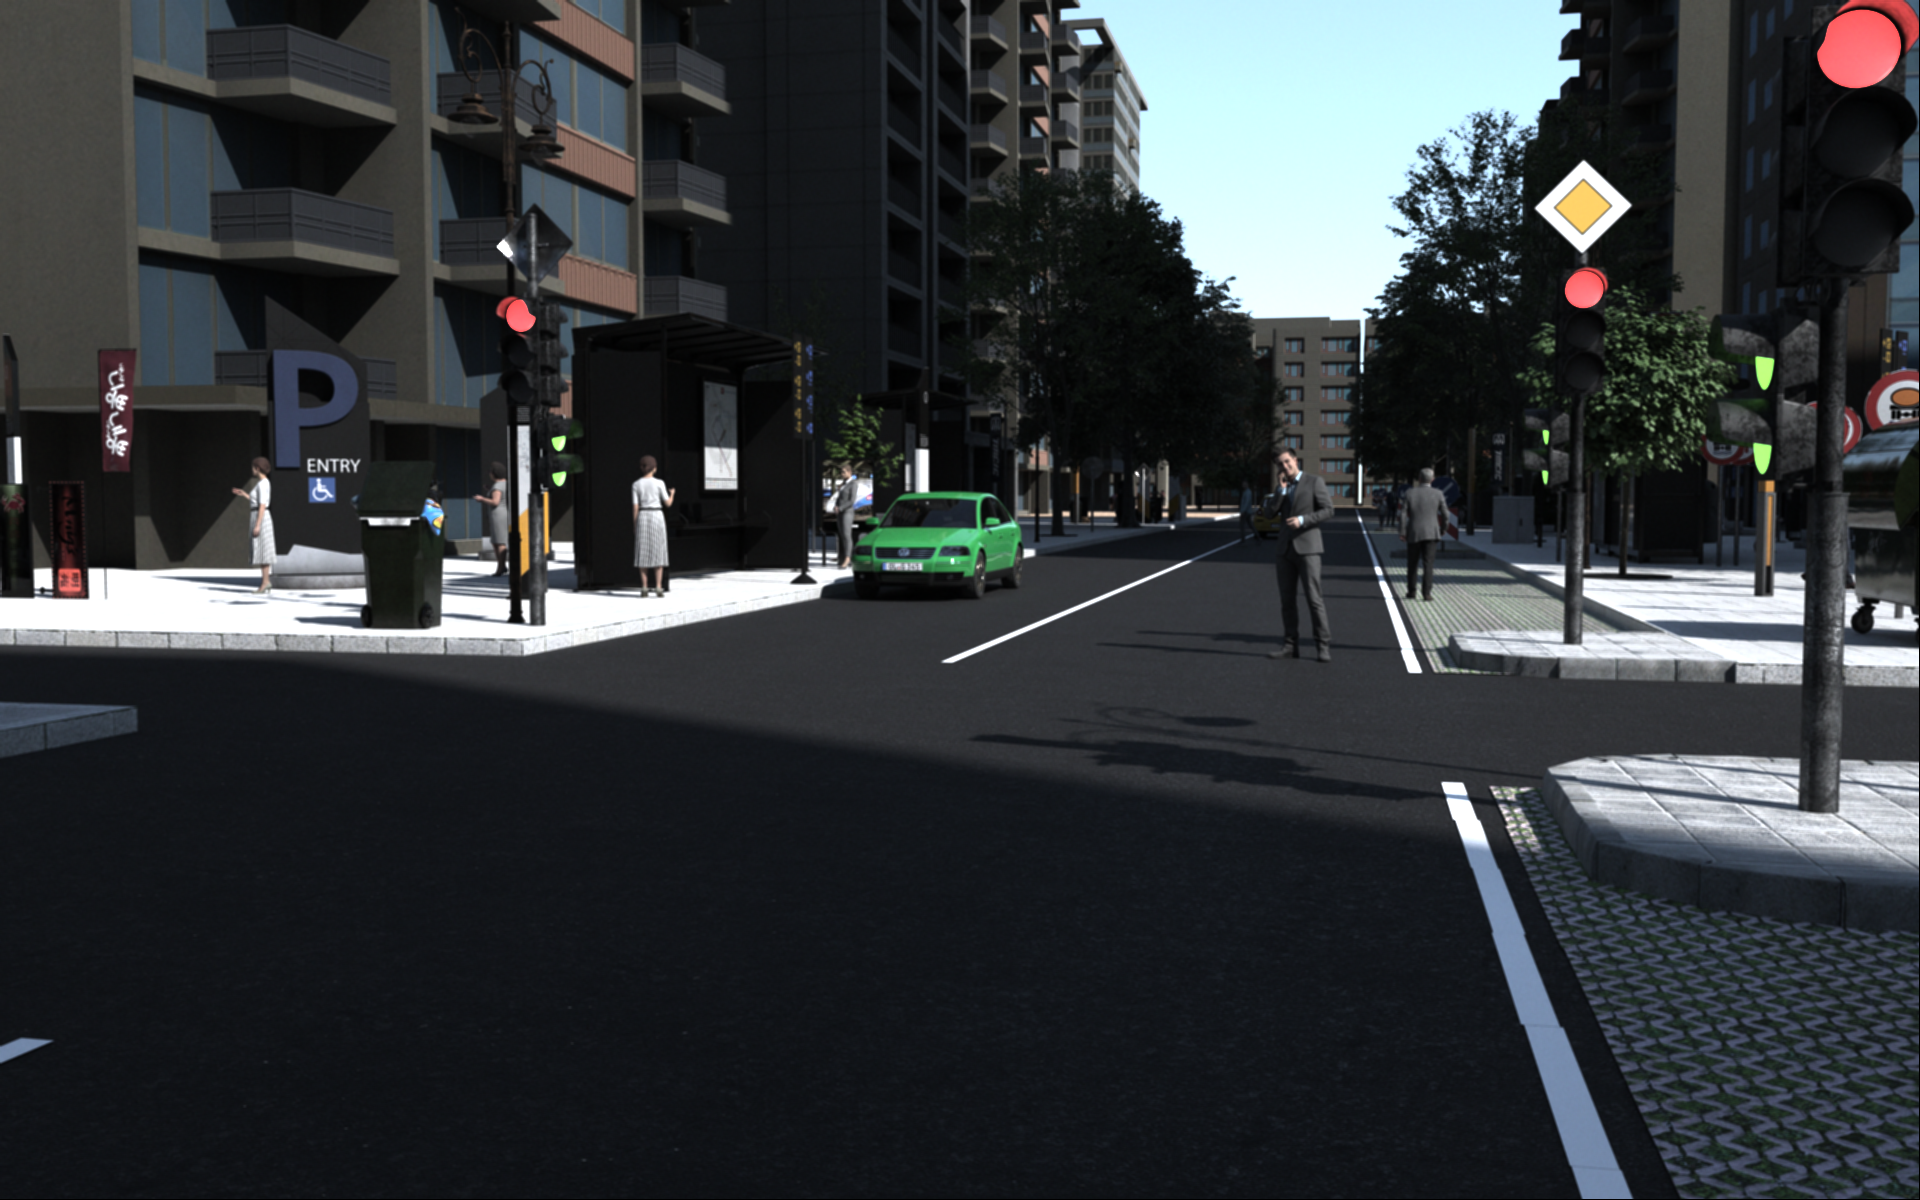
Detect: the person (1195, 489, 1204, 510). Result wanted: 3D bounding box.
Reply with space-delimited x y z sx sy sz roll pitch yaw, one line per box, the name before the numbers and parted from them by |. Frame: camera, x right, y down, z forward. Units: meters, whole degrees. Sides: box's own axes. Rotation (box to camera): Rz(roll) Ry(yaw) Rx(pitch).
person | 19.449 -8.187 140.727 0.721 1.723 1.217 3 5 43

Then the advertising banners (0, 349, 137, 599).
advertising banners | -10.918 -1.525 21.129 2.074 3.025 0.090 1 4 12

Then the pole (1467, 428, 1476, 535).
pole | 15.851 -3.660 53.692 0.158 3.312 0.155 0 3 0

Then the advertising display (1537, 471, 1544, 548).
advertising display | 14.017 -2.239 41.814 0.123 1.923 0.974 1 4 19

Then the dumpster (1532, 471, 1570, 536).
dumpster | 18.344 -3.139 53.823 1.502 2.255 1.985 1 4 13

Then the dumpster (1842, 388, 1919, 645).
dumpster | 8.626 -0.765 15.008 1.502 2.255 1.985 1 4 13

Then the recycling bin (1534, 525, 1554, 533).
recycling bin | 19.035 -2.713 56.906 0.722 1.027 0.722 -1 4 -14

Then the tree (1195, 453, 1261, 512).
tree | 18.733 -8.636 124.908 4.285 4.588 4.351 0 3 0

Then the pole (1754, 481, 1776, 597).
pole | 10.097 -1.701 21.653 0.158 3.312 0.155 0 3 0

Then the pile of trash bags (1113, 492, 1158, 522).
pile of trash bags | 8.053 -4.210 78.581 1.912 1.369 3.447 0 4 -2

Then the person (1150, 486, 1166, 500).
person | 10.849 -5.466 96.129 1.217 1.735 0.721 -1 4 -8

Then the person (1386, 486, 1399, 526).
person | 19.181 -4.173 76.910 0.721 1.800 0.419 -1 4 -14

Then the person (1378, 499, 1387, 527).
person | 17.021 -3.463 69.807 0.352 1.250 0.332 -2 4 -35

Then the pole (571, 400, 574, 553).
pole | -8.309 -2.674 37.570 0.158 3.312 0.155 0 3 0

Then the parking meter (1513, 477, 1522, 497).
parking meter | 19.204 -3.300 59.660 0.255 1.863 0.399 1 4 12

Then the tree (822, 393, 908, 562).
tree | -1.827 -2.357 33.141 1.663 3.219 1.824 0 3 0

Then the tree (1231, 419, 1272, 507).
tree | 27.696 -13.035 163.485 4.360 8.622 3.978 0 3 0

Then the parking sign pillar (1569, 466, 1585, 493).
parking sign pillar | 23.477 -4.768 66.436 1.447 3.967 1.447 -3 5 -42

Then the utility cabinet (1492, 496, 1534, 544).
utility cabinet | 14.325 -2.060 44.842 1.020 1.237 0.306 1 4 19

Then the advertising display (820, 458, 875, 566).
advertising display | -2.000 -1.567 30.830 0.974 1.923 0.123 -1 4 -14

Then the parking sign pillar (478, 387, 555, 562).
parking sign pillar | -8.588 -2.751 33.454 1.447 3.967 1.447 -1 4 -15

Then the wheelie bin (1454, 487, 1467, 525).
wheelie bin | 21.129 -3.990 73.142 0.693 1.594 0.980 1 4 16

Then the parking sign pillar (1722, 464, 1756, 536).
parking sign pillar | 24.113 -4.002 53.904 1.447 3.967 1.447 1 4 17

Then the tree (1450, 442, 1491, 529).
tree | 18.860 -4.226 63.691 1.663 3.219 1.824 0 3 0

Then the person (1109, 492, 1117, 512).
person | 11.069 -7.055 124.630 0.697 1.427 0.421 2 4 26

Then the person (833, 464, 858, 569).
person | -2.024 -1.435 29.785 0.520 1.790 0.573 3 5 39

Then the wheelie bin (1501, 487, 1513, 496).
wheelie bin | 23.200 -4.041 73.974 0.693 1.594 0.980 -2 4 -29

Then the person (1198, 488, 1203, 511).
person | 18.584 -7.798 134.257 0.721 1.735 1.217 0 4 1

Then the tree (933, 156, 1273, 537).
tree | 3.047 -7.752 52.493 9.928 11.665 9.643 0 3 0

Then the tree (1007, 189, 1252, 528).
tree | 6.303 -9.089 65.608 9.611 12.733 9.660 0 3 0

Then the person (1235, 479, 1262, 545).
person | 8.108 -2.466 48.683 0.748 1.841 0.638 2 4 26

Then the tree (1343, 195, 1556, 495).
tree | 21.979 -10.276 74.672 9.857 13.997 8.962 0 3 0

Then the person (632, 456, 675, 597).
person | -3.803 -0.911 21.509 0.480 1.755 0.524 0 4 2

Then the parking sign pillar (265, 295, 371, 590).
parking sign pillar | -8.782 -2.158 23.750 1.447 3.967 1.447 -2 4 -24

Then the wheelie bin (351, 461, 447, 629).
wheelie bin | -5.372 -0.535 16.650 0.980 1.594 0.693 0 4 6

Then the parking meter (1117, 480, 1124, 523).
parking meter | 6.751 -4.051 71.945 0.255 1.863 0.399 -3 4 -37

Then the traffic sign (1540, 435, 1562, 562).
traffic sign | 11.303 -1.989 32.630 0.768 2.556 0.104 1 4 15

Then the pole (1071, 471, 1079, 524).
pole | 5.010 -4.935 74.531 0.158 3.312 0.155 0 3 0

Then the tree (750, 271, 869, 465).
tree | -5.190 -6.585 58.021 4.737 8.622 4.395 0 3 0

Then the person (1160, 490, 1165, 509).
person | 17.830 -8.908 153.153 0.593 1.643 0.415 0 4 -3

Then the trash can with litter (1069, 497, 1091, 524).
trash can with litter | 5.259 -3.918 75.446 1.055 1.170 0.624 2 4 30

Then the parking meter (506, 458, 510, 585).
parking meter | -5.888 -1.079 23.349 0.255 1.863 0.399 2 4 33

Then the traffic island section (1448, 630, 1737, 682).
traffic island section | 5.261 0.457 14.810 2.009 0.180 2.903 1 4 13

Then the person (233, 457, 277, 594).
person | -9.099 -0.962 22.335 0.524 1.755 0.480 -1 4 -20

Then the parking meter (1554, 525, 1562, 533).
parking meter | 19.935 -3.187 57.823 0.399 1.863 0.255 3 5 43

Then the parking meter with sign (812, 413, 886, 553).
parking meter with sign | -2.349 -2.524 37.536 1.738 3.016 0.543 0 4 -6

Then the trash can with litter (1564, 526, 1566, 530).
trash can with litter | 21.716 -3.109 62.215 1.055 1.170 0.624 0 4 8

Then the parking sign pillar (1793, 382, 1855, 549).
parking sign pillar | 20.404 -3.191 40.645 1.447 3.967 1.447 -2 4 -26

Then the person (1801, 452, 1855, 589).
person | 11.750 -1.055 23.209 0.836 1.842 0.656 1 4 9

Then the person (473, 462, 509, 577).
person | -7.249 -1.259 26.981 0.532 1.782 0.716 0 4 0

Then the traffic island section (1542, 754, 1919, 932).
traffic island section | 3.502 0.933 7.020 2.009 0.180 2.903 1 4 13

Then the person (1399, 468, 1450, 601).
person | 6.244 -0.886 23.378 0.661 1.777 0.834 0 4 8

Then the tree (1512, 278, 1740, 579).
tree | 10.140 -2.620 26.548 4.285 4.588 4.351 0 3 0

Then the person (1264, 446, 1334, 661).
person | 2.920 -0.407 14.965 0.655 1.846 0.447 3 5 41

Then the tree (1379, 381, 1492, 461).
tree | 29.761 -10.639 108.359 7.601 10.594 8.767 1 4 18

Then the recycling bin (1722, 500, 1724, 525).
recycling bin | 32.277 -3.706 73.144 0.722 1.027 0.722 -1 4 -13

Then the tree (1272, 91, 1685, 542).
tree | 15.132 -7.367 46.201 9.928 11.665 9.643 0 3 0

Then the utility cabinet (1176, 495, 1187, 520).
utility cabinet | 10.796 -4.488 84.547 0.306 1.237 1.020 1 4 22

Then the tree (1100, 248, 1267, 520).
tree | 10.852 -11.032 87.035 9.857 13.997 8.962 0 3 0
